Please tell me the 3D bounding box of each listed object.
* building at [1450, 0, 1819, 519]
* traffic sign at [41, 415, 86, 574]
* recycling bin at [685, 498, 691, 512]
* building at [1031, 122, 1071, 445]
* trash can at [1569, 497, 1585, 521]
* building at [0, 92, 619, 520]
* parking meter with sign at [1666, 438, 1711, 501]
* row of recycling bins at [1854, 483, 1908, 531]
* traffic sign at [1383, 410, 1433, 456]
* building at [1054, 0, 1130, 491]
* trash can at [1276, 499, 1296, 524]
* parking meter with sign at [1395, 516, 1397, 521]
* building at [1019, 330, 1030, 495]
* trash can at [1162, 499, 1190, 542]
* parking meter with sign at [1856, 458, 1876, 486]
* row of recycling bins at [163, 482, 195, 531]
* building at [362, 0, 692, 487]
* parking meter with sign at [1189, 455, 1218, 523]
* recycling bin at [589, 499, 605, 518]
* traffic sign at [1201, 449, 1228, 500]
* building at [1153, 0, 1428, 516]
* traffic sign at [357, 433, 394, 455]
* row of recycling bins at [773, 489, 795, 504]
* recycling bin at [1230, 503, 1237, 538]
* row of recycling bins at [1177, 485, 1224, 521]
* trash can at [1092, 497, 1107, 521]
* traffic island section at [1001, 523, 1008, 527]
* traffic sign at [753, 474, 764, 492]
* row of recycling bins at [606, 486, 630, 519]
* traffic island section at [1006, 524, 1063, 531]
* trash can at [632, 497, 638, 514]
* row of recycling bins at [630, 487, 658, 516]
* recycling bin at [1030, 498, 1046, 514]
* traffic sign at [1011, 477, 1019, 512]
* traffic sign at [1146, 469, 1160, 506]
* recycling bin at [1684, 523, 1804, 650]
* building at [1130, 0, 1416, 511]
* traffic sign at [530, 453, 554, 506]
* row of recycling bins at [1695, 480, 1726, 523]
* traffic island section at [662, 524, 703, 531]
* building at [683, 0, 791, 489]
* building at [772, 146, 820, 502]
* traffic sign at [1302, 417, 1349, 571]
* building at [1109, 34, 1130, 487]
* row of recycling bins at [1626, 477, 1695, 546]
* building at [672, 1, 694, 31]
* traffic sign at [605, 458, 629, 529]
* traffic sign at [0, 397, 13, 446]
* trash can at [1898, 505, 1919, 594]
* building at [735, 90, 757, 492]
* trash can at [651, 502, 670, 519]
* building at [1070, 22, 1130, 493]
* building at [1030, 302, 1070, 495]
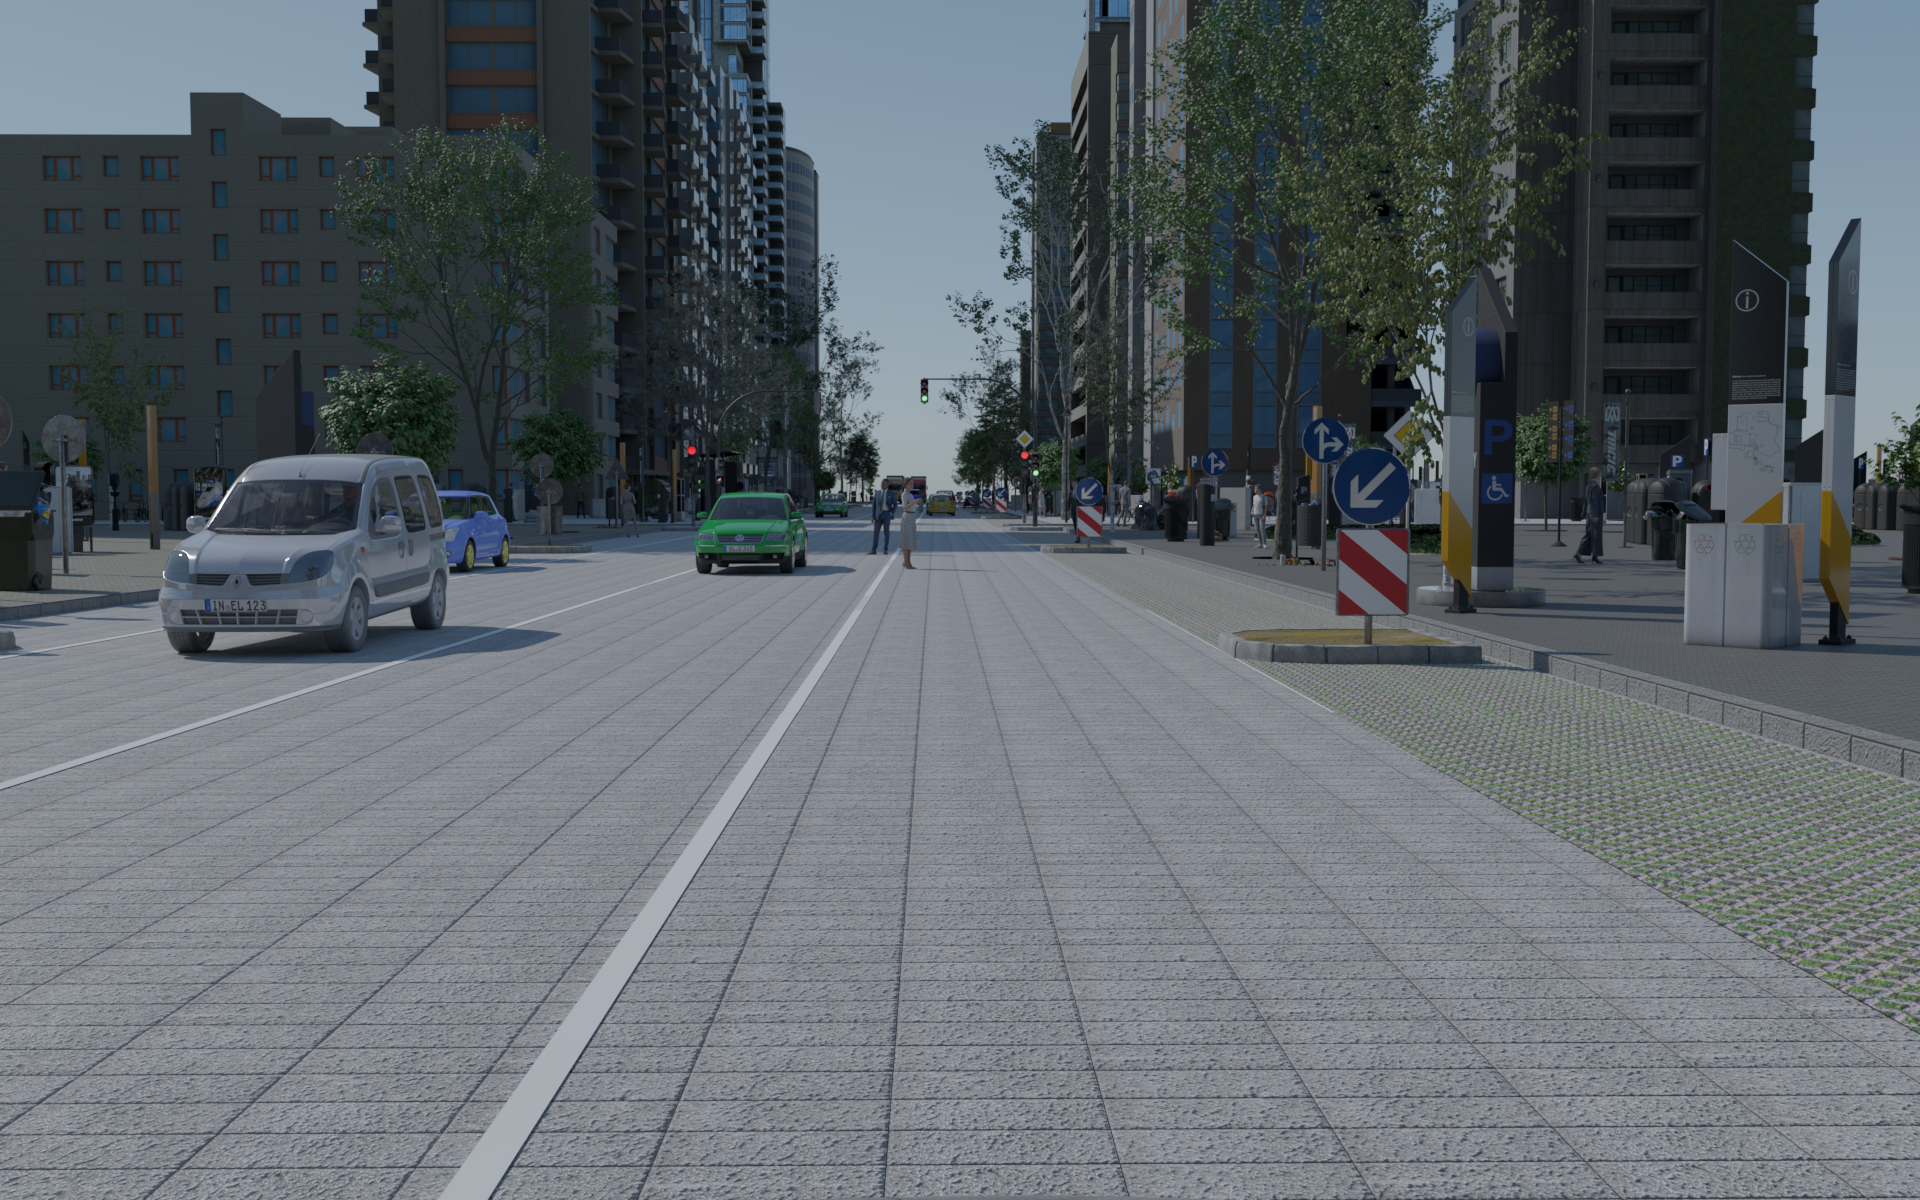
[{"bbox_3d":[34.867,-19.581,91.855,14.107,30.474,14.160,0,4,-1],"label":"building"},{"bbox_3d":[-14.440,-1.700,27.899,0.768,2.556,0.104,0,4,6],"label":"traffic sign"},{"bbox_3d":[-18.970,-6.720,122.424,0.722,1.027,0.722,-2,4,-28],"label":"recycling bin"},{"bbox_3d":[22.016,-45.186,280.793,21.231,58.520,28.212,0,4,-1],"label":"building"},{"bbox_3d":[29.024,-4.272,81.496,0.748,1.137,0.748,0,3,0],"label":"trash can"},{"bbox_3d":[-35.839,-15.473,98.017,27.650,21.520,28.899,0,4,-1],"label":"building"},{"bbox_3d":[22.519,-3.548,54.278,1.738,3.016,0.543,1,4,11],"label":"parking meter with sign"},{"bbox_3d":[33.065,-3.341,61.743,1.069,1.692,3.534,0,4,-1],"label":"row of recycling bins"},{"bbox_3d":[7.040,-1.676,27.139,0.795,2.593,0.064,0,4,7],"label":"traffic sign"},{"bbox_3d":[22.989,-54.351,201.316,22.319,86.520,31.000,0,4,-1],"label":"building"},{"bbox_3d":[10.164,-2.573,53.716,0.748,1.137,0.748,0,3,0],"label":"trash can"},{"bbox_3d":[20.152,-5.311,83.098,1.738,3.016,0.543,-1,4,-9],"label":"parking meter with sign"},{"bbox_3d":[17.333,-32.477,302.707,14.160,30.474,14.107,0,4,-1],"label":"building"},{"bbox_3d":[5.822,-2.144,46.703,0.748,1.137,0.748,0,3,0],"label":"trash can"},{"bbox_3d":[43.486,-5.251,82.109,0.543,3.016,1.738,-3,5,-39],"label":"parking meter with sign"},{"bbox_3d":[-26.898,-3.271,60.597,3.534,1.692,1.069,3,5,45],"label":"row of recycling bins"},{"bbox_3d":[-33.050,-29.330,134.164,22.147,44.769,28.867,0,4,-1],"label":"building"},{"bbox_3d":[11.128,-4.966,77.454,1.738,3.016,0.543,3,5,41],"label":"parking meter with sign"},{"bbox_3d":[-19.688,-4.980,93.981,0.722,1.027,0.722,-2,4,-27],"label":"recycling bin"},{"bbox_3d":[7.216,-2.999,49.138,0.768,2.556,0.104,0,4,2],"label":"traffic sign"},{"bbox_3d":[19.894,-27.980,107.587,14.600,45.320,14.200,0,4,-1],"label":"building"},{"bbox_3d":[-12.195,-2.203,36.122,0.768,2.556,0.104,0,4,1],"label":"traffic sign"},{"bbox_3d":[-14.208,-8.154,140.432,1.069,1.692,3.534,1,4,14],"label":"row of recycling bins"},{"bbox_3d":[7.845,-2.377,51.419,0.722,1.027,0.722,0,4,7],"label":"recycling bin"},{"bbox_3d":[11.530,-4.601,82.337,1.069,1.692,3.534,3,5,40],"label":"row of recycling bins"},{"bbox_3d":[6.212,-4.047,77.829,0.748,1.137,0.748,0,3,0],"label":"trash can"},{"bbox_3d":[2.853,-3.292,76.105,2.009,0.180,2.903,0,4,-1],"label":"traffic island section"},{"bbox_3d":[-12.752,-6.692,109.513,0.768,2.556,0.104,1,4,9],"label":"traffic sign"},{"bbox_3d":[-17.998,-5.094,90.395,1.069,1.692,3.534,-1,4,-13],"label":"row of recycling bins"},{"bbox_3d":[2.965,-2.804,68.120,2.009,0.180,2.903,0,4,-1],"label":"traffic island section"},{"bbox_3d":[-16.055,-4.463,84.626,0.748,1.137,0.748,0,3,0],"label":"trash can"},{"bbox_3d":[-18.692,-5.720,100.634,3.534,1.692,1.069,2,4,34],"label":"row of recycling bins"},{"bbox_3d":[5.089,-6.017,110.926,0.722,1.027,0.722,1,4,13],"label":"recycling bin"},{"bbox_3d":[4.047,-7.679,125.650,0.768,2.556,0.104,0,4,2],"label":"traffic sign"},{"bbox_3d":[7.695,-4.093,69.045,0.606,2.300,0.079,0,4,7],"label":"traffic sign"},{"bbox_3d":[6.664,-0.133,14.726,0.722,1.027,0.722,-3,5,-42],"label":"recycling bin"},{"bbox_3d":[23.907,-36.354,136.394,21.231,58.520,28.212,0,4,-1],"label":"building"},{"bbox_3d":[-13.086,-3.308,54.190,0.768,2.556,0.104,0,4,4],"label":"traffic sign"},{"bbox_3d":[21.540,-2.692,51.120,3.534,1.692,1.069,0,4,-2],"label":"row of recycling bins"},{"bbox_3d":[-10.475,-2.793,67.938,2.009,0.180,2.903,0,4,-1],"label":"traffic island section"},{"bbox_3d":[-36.087,-57.772,257.245,22.319,86.520,31.000,0,4,-1],"label":"building"},{"bbox_3d":[-34.797,-45.616,287.814,21.231,58.520,28.212,0,4,-1],"label":"building"},{"bbox_3d":[6.076,-1.759,28.873,0.768,2.556,0.104,0,4,5],"label":"traffic sign"},{"bbox_3d":[20.529,-29.020,158.068,14.154,41.232,14.086,0,4,-1],"label":"building"},{"bbox_3d":[17.777,-2.281,44.410,1.069,1.692,3.534,1,4,10],"label":"row of recycling bins"},{"bbox_3d":[-35.405,-33.395,165.612,23.786,49.044,30.456,0,4,-1],"label":"building"},{"bbox_3d":[-12.488,-3.856,63.054,0.884,2.594,0.081,0,4,3],"label":"traffic sign"},{"bbox_3d":[-11.884,-1.280,21.037,0.768,2.556,0.104,0,4,1],"label":"traffic sign"},{"bbox_3d":[12.510,-0.655,22.359,0.748,1.137,0.748,0,3,0],"label":"trash can"},{"bbox_3d":[-34.986,-35.285,196.511,23.786,49.044,30.456,0,4,-1],"label":"building"},{"bbox_3d":[-15.587,-4.734,89.055,0.748,1.137,0.748,0,3,0],"label":"trash can"},{"bbox_3d":[22.653,-33.764,175.742,21.300,48.544,21.600,0,4,-1],"label":"building"},{"bbox_3d":[18.339,-29.878,260.211,14.160,30.474,14.107,0,4,-1],"label":"building"}]
